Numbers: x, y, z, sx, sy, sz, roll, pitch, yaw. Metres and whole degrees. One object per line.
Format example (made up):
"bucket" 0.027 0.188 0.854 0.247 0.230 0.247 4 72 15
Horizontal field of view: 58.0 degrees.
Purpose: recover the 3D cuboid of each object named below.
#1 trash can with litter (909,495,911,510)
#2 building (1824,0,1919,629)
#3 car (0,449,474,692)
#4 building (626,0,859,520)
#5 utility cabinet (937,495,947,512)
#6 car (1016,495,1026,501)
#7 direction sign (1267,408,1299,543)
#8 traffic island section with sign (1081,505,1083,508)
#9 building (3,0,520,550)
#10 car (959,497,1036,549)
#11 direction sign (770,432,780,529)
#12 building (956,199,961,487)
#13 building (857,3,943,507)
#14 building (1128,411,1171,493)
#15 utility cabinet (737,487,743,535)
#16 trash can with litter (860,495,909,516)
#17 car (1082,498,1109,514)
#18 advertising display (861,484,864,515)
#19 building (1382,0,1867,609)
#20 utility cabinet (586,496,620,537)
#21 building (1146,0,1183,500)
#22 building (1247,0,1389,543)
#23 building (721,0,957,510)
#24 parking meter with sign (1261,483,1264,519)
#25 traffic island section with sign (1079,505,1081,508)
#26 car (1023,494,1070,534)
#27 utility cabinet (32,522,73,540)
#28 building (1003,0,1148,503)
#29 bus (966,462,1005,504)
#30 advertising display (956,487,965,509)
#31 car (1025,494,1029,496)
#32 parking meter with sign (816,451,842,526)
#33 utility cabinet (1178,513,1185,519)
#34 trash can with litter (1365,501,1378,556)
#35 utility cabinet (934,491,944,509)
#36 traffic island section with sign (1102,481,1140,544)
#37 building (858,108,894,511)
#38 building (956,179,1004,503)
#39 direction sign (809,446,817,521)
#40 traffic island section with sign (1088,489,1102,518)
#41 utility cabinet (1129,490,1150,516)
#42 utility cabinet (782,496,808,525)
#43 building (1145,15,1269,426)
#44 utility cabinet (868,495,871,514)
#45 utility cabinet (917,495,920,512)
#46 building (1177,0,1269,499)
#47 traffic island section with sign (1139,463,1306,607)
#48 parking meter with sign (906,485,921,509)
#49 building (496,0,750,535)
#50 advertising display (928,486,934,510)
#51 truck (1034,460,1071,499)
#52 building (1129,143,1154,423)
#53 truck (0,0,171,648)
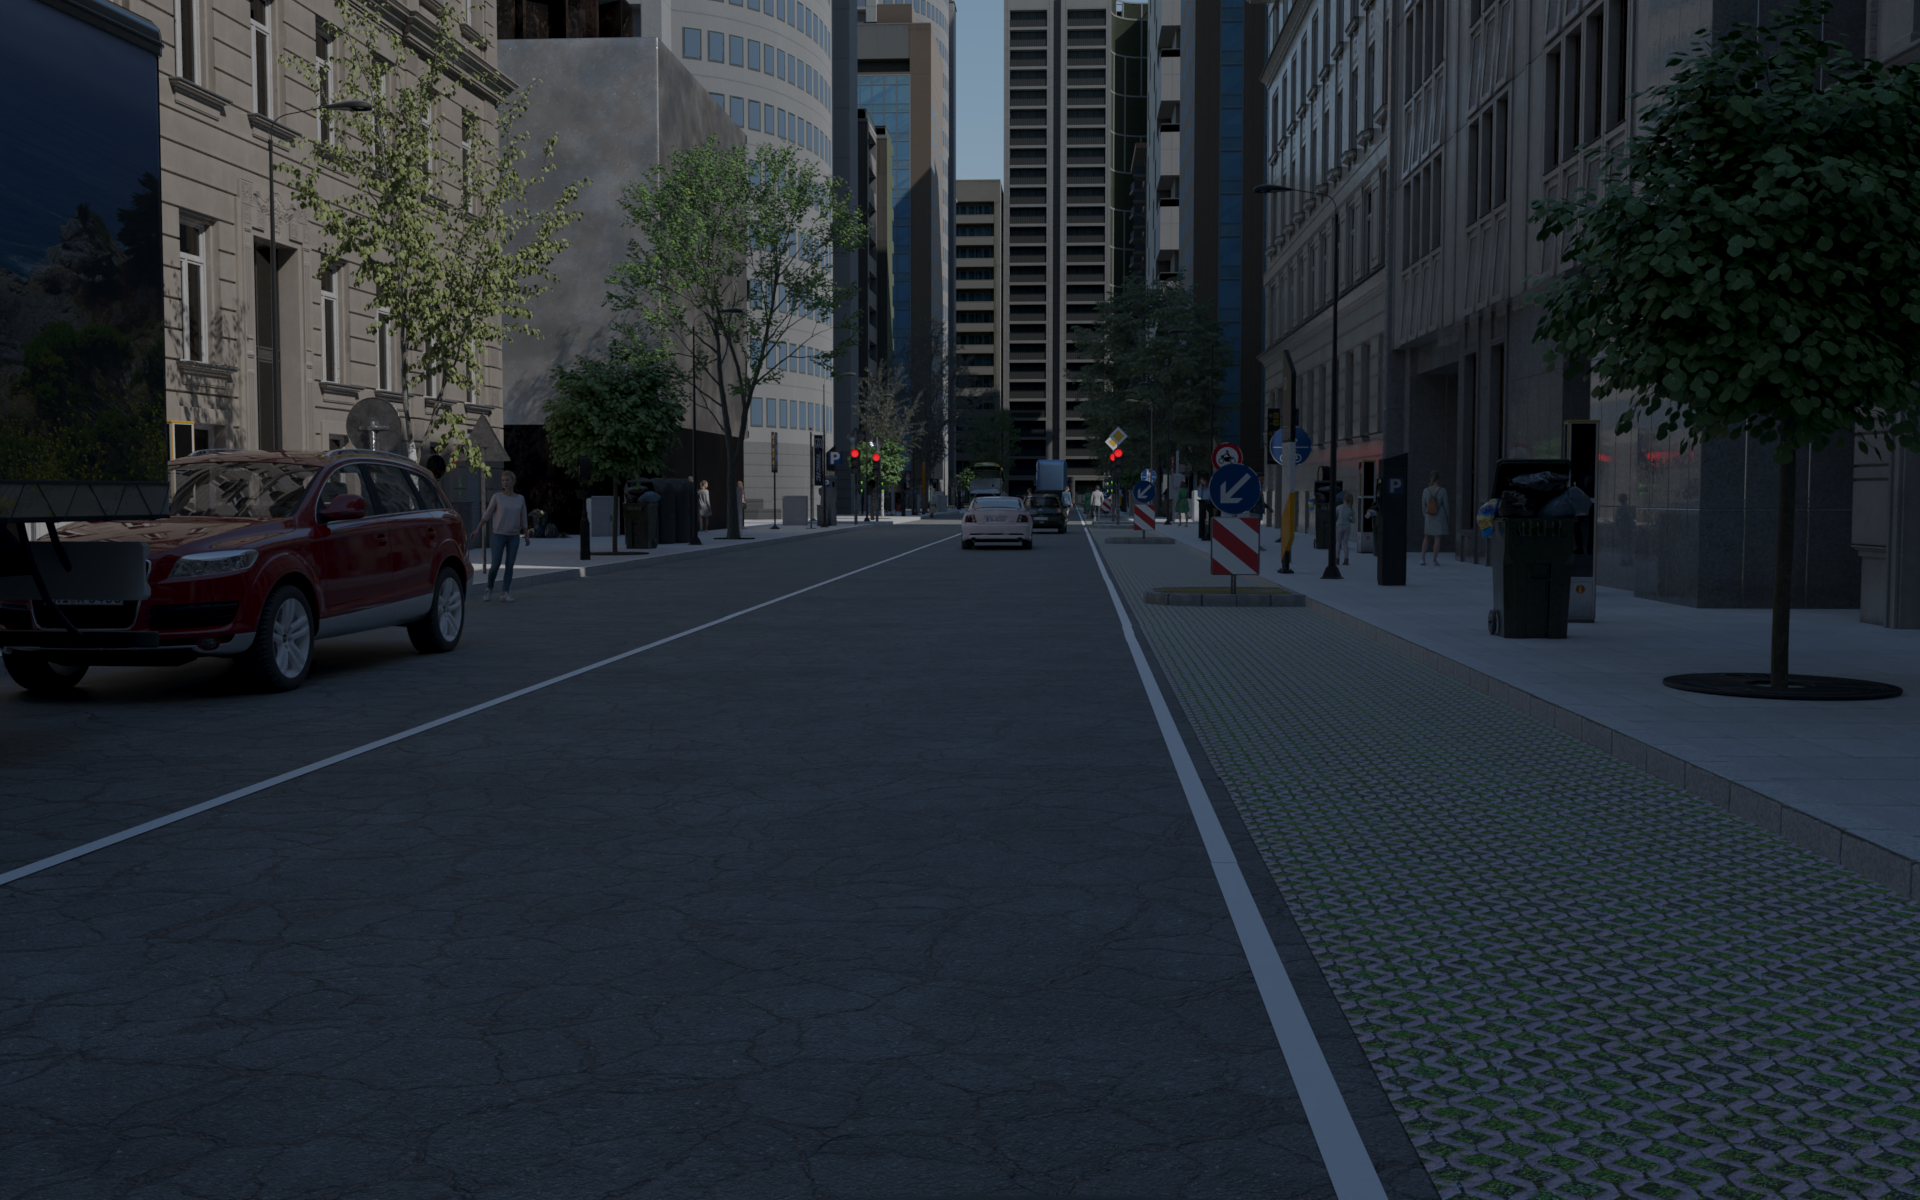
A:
"trash can with litter" -4.456 -8.093 143.370 1.678 1.210 2.233 1 4 20
"building" 13.319 -10.426 6.614 11.583 22.565 21.152 0 4 4
"car" -5.728 -0.343 14.279 2.281 1.827 5.304 0 4 4
"building" -17.890 -33.939 96.909 21.231 58.520 28.212 0 4 4
"utility cabinet" -1.244 -6.889 123.796 0.306 1.237 1.020 2 4 26
"car" 6.931 -11.212 195.899 1.945 1.354 3.894 0 4 3
"direction sign" 8.536 -3.293 45.837 0.876 3.537 0.379 -1 4 -13
"traffic island section with sign" 10.425 -7.530 131.737 1.989 1.847 2.006 0 4 4
"building" -17.462 -14.226 29.855 12.463 27.353 25.104 0 4 4
"car" 1.004 -2.074 46.272 2.083 1.381 4.827 0 4 2
"direction sign" -6.763 -4.356 63.216 0.379 3.537 0.876 0 4 7
"building" -13.601 -34.447 217.838 28.867 44.769 22.147 0 4 4
"building" -9.018 -31.390 163.338 14.600 45.320 14.200 0 4 4
"building" 29.500 -53.119 181.167 22.319 86.520 31.000 0 4 4
"utility cabinet" -6.946 -2.747 53.585 0.318 1.500 1.173 0 4 -2
"trash can with litter" -4.602 -5.638 103.238 2.233 1.210 1.678 2 4 30
"car" 9.840 -6.903 125.447 1.945 1.354 3.894 0 4 2
"advertising display" -6.121 -6.324 108.608 0.123 1.923 0.974 -1 4 -9
"building" 14.891 -12.853 28.167 12.078 24.808 19.932 0 4 4
"utility cabinet" -10.783 -2.520 52.367 0.306 1.237 1.020 3 5 43
"building" 28.783 -33.498 136.931 28.713 52.752 27.495 0 4 4
"building" 18.277 -13.439 53.008 16.112 22.955 30.059 0 4 4
"building" -11.818 -39.340 185.203 21.231 58.520 28.212 0 4 4
"parking meter with sign" 15.518 -5.583 87.539 1.738 3.016 0.543 -1 4 -11
"traffic island section with sign" 13.648 -10.594 181.834 1.989 1.847 2.006 0 4 4
"car" 3.049 -3.304 63.802 2.009 1.686 4.222 0 4 5
"utility cabinet" -8.458 -0.351 16.904 1.020 1.237 0.306 -2 4 -31
"building" 16.895 -49.663 250.237 20.611 71.187 20.563 0 4 4
"bus" 2.186 -8.961 138.060 2.896 3.916 12.252 0 4 3
"advertising display" 0.042 -9.071 153.528 0.974 1.923 0.123 -3 5 -42
"car" 9.072 -13.285 226.244 2.155 1.783 4.494 0 4 3
"parking meter with sign" -5.297 -4.500 69.834 0.543 3.016 1.738 1 4 15
"utility cabinet" 11.274 -4.697 87.950 0.306 1.237 1.020 0 4 0
"trash can with litter" 8.785 -1.494 35.807 0.624 1.170 1.055 2 4 25
"utility cabinet" -1.834 -8.455 146.913 1.173 1.500 0.318 2 4 24
"traffic island section with sign" 5.195 -2.541 50.166 1.989 1.847 2.006 0 4 4
"building" -12.675 -21.941 130.441 14.160 30.474 14.107 0 4 4
"building" -4.168 -38.516 253.442 21.600 48.544 21.300 0 4 4
"direction sign" -7.017 -5.544 82.648 0.379 3.537 0.876 0 4 -8
"traffic island section with sign" 8.705 -5.884 104.836 1.989 1.847 2.006 0 4 4
"utility cabinet" 10.472 -5.659 101.206 1.173 1.500 0.318 -1 4 -11
"utility cabinet" -6.764 -3.668 71.137 1.020 1.237 0.306 0 4 5
"building" 37.851 -49.614 249.432 20.611 71.187 20.563 0 4 4
"utility cabinet" -5.924 -6.281 113.857 0.306 1.237 1.020 -1 4 -19
"utility cabinet" -3.027 -6.931 124.484 0.306 1.237 1.020 0 4 -4
"building" 21.167 -28.054 108.792 14.600 45.320 14.200 0 4 4
"traffic island section with sign" 3.442 -0.869 22.835 1.989 1.847 2.006 0 4 4
"parking meter with sign" -3.774 -9.412 150.154 1.738 3.016 0.543 -1 4 -19
"building" -17.071 -11.916 62.283 16.811 18.784 16.820 0 4 4
"advertising display" -2.288 -8.053 136.881 0.123 1.923 0.974 -1 4 -20
"truck" 6.703 -8.572 129.913 2.967 4.110 18.799 0 4 5
"building" 31.999 -34.104 212.221 22.147 44.769 28.867 0 4 4
"truck" -6.470 -0.980 4.941 2.839 4.237 11.283 0 4 5
